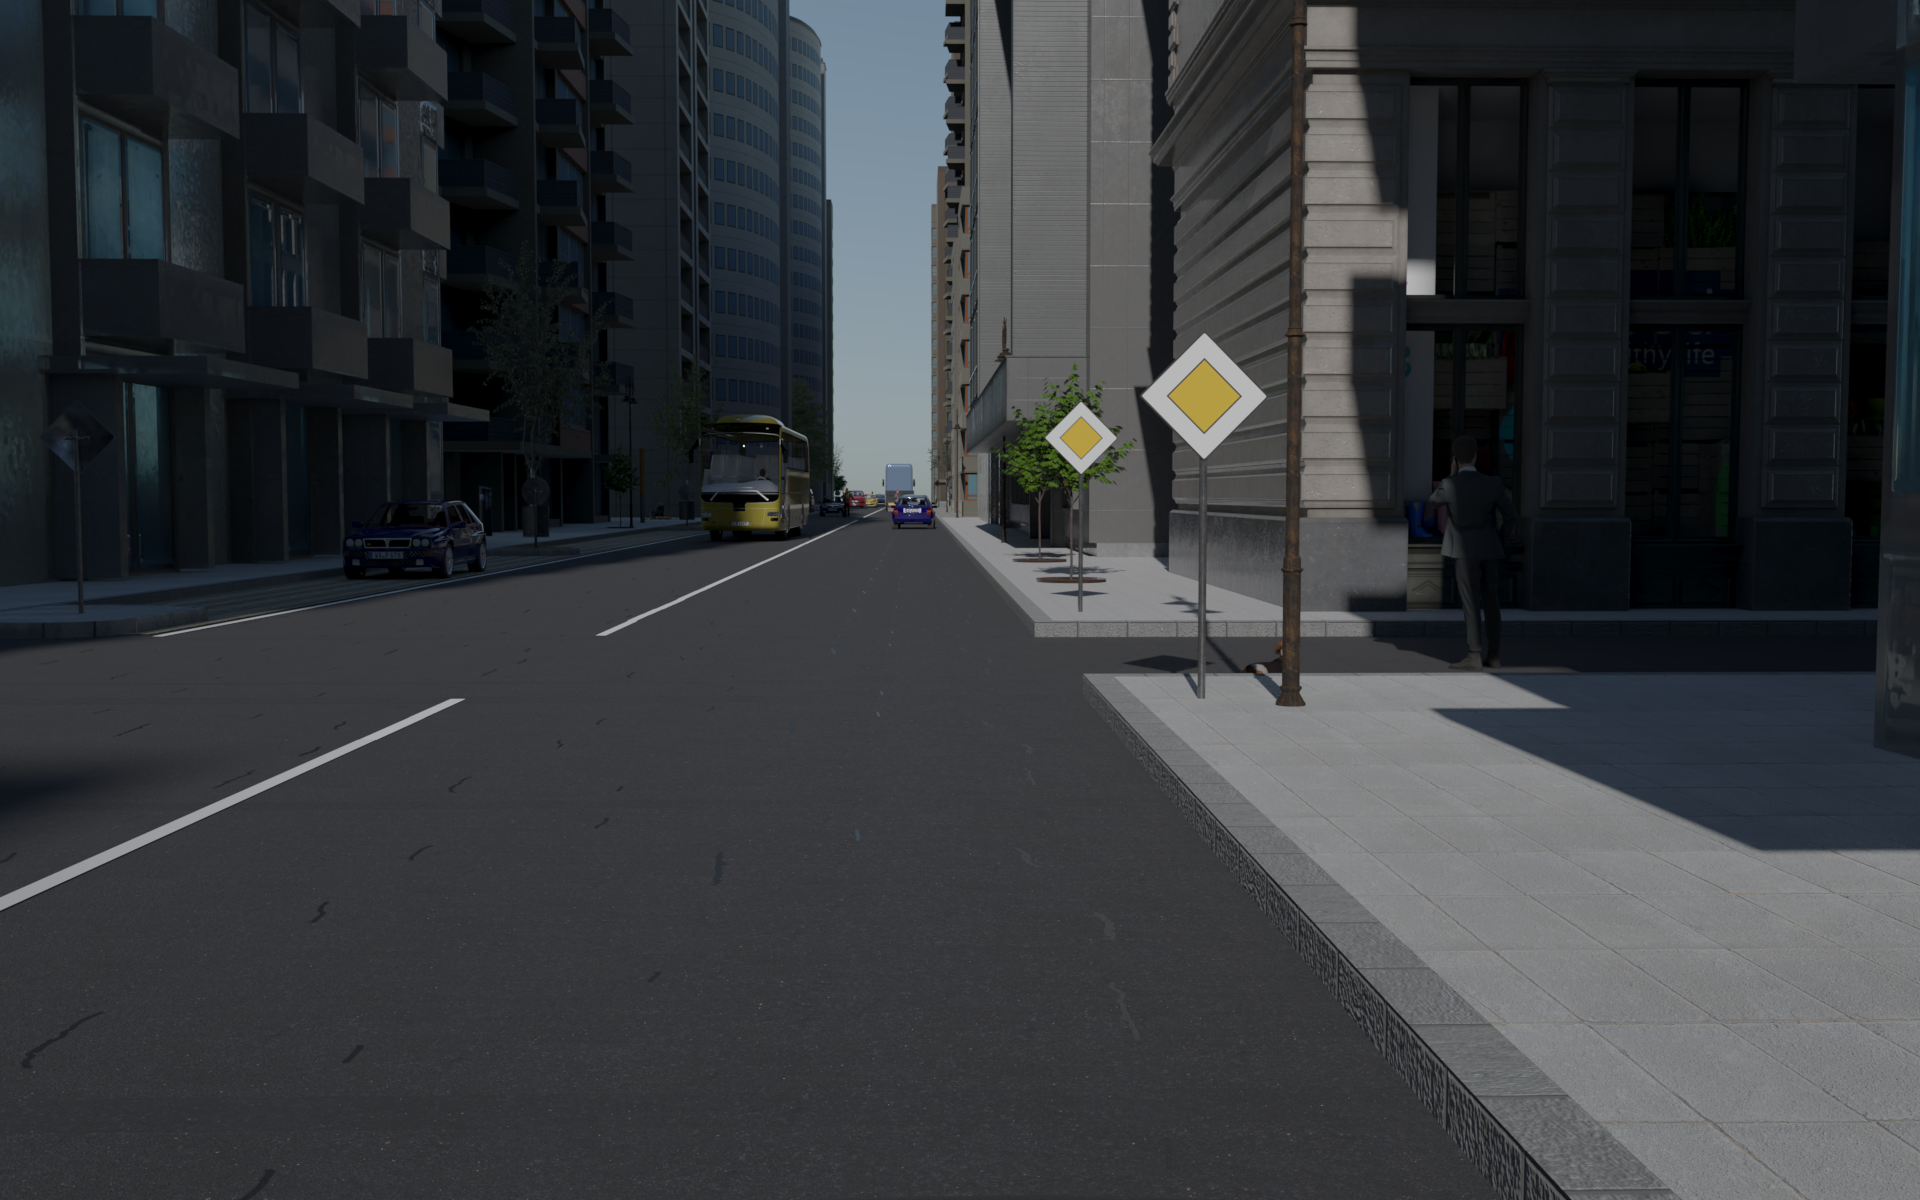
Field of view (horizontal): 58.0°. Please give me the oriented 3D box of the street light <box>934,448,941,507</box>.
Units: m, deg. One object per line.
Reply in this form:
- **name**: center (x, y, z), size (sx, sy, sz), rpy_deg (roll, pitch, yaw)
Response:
- **street light**: center (-2.080, -12.060, 169.967), size (0.468, 5.910, 1.993), rpy_deg (0, 4, -1)

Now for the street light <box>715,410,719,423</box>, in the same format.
- **street light**: center (-13.395, -7.507, 95.529), size (0.468, 5.910, 1.993), rpy_deg (0, 4, -1)

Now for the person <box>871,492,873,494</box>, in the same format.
- **person**: center (-10.792, -12.586, 214.994), size (0.721, 1.735, 1.217), rpy_deg (-3, 4, -36)

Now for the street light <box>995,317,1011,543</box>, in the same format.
- **street light**: center (1.160, -4.443, 45.436), size (0.468, 5.910, 1.993), rpy_deg (0, 4, -1)

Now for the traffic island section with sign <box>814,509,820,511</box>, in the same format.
- **traffic island section with sign**: center (-12.690, -8.344, 145.055), size (1.989, 1.847, 2.006), rpy_deg (0, 4, -1)

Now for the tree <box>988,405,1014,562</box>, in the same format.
- **tree**: center (1.567, -2.326, 32.625), size (1.663, 3.219, 1.824), rpy_deg (0, 3, 0)

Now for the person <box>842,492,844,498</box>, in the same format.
- **person**: center (-13.265, -11.488, 197.253), size (0.530, 1.710, 0.541), rpy_deg (2, 4, 31)

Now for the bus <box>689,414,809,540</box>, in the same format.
- **bus**: center (-6.628, -4.001, 56.963), size (2.896, 3.916, 12.252), rpy_deg (0, 4, -1)

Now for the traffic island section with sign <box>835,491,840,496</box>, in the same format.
- **traffic island section with sign**: center (-14.116, -11.741, 200.589), size (1.989, 1.847, 2.006), rpy_deg (0, 4, -1)

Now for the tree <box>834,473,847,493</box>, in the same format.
- **tree**: center (-17.896, -16.347, 250.985), size (4.285, 4.588, 4.351), rpy_deg (0, 3, 0)

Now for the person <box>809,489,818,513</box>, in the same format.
- **person**: center (-11.327, -7.436, 130.077), size (1.348, 1.824, 0.705), rpy_deg (0, 4, 4)

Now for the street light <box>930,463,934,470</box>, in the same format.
- **street light**: center (-2.990, -14.120, 203.647), size (0.468, 5.910, 1.993), rpy_deg (0, 4, -1)

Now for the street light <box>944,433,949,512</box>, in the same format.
- **street light**: center (-0.907, -9.095, 121.487), size (0.468, 5.910, 1.993), rpy_deg (0, 4, -1)

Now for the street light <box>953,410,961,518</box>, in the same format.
- **street light**: center (-0.149, -7.385, 93.534), size (0.468, 5.910, 1.993), rpy_deg (0, 4, -1)

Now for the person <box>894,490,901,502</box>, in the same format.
- **person**: center (-4.750, -7.606, 133.389), size (0.617, 1.759, 0.750), rpy_deg (-1, 4, -18)

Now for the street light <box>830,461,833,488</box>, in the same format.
- **street light**: center (-16.834, -15.572, 227.387), size (0.468, 5.910, 1.993), rpy_deg (0, 4, -1)

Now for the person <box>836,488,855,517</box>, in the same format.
- **person**: center (-6.996, -6.007, 106.810), size (1.348, 1.812, 0.705), rpy_deg (2, 4, 27)

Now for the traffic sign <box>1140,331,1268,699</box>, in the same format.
- **traffic sign**: center (1.512, -0.438, 10.805), size (0.795, 2.450, 0.064), rpy_deg (0, 4, -1)

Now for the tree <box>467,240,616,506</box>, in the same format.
- **tree**: center (-12.482, -6.177, 51.356), size (4.360, 8.622, 3.978), rpy_deg (0, 3, 0)

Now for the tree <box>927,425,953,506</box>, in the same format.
- **tree**: center (-1.347, -14.085, 180.655), size (4.360, 8.622, 3.978), rpy_deg (0, 3, 0)

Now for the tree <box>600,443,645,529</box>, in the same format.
- **tree**: center (-12.612, -4.302, 64.939), size (1.663, 3.219, 1.824), rpy_deg (0, 3, 0)

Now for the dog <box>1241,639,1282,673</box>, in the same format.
- **dog**: center (2.295, 0.436, 13.069), size (0.748, 0.427, 0.550), rpy_deg (1, 4, 14)

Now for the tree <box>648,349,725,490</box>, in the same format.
- **tree**: center (-13.999, -8.450, 88.527), size (4.737, 8.622, 4.395), rpy_deg (0, 3, 0)

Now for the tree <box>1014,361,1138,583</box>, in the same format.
- **tree**: center (1.763, -1.876, 25.267), size (1.663, 3.219, 1.824), rpy_deg (0, 3, 0)

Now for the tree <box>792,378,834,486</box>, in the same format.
- **tree**: center (-16.250, -15.399, 169.904), size (7.486, 12.596, 7.792), rpy_deg (0, 3, 0)

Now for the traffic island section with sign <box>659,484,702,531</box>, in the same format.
- **traffic island section with sign**: center (-10.732, -3.638, 68.115), size (1.989, 1.847, 2.006), rpy_deg (0, 4, -1)

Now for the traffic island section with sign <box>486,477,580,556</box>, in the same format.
- **traffic island section with sign**: center (-10.016, -1.958, 40.649), size (1.989, 1.847, 2.006), rpy_deg (0, 4, -1)

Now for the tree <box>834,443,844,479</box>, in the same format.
- **tree**: center (-18.164, -18.018, 244.962), size (4.360, 8.622, 3.978), rpy_deg (0, 3, 0)

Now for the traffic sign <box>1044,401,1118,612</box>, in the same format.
- **traffic sign**: center (1.308, -0.926, 18.788), size (0.795, 2.450, 0.064), rpy_deg (0, 4, -1)

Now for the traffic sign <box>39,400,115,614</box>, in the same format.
- **traffic sign**: center (-9.434, -0.911, 18.534), size (0.795, 2.450, 0.064), rpy_deg (0, 4, -1)

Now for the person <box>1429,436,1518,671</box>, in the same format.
- **person**: center (4.176, -0.386, 14.174), size (0.648, 1.900, 0.474), rpy_deg (-1, 4, -16)
